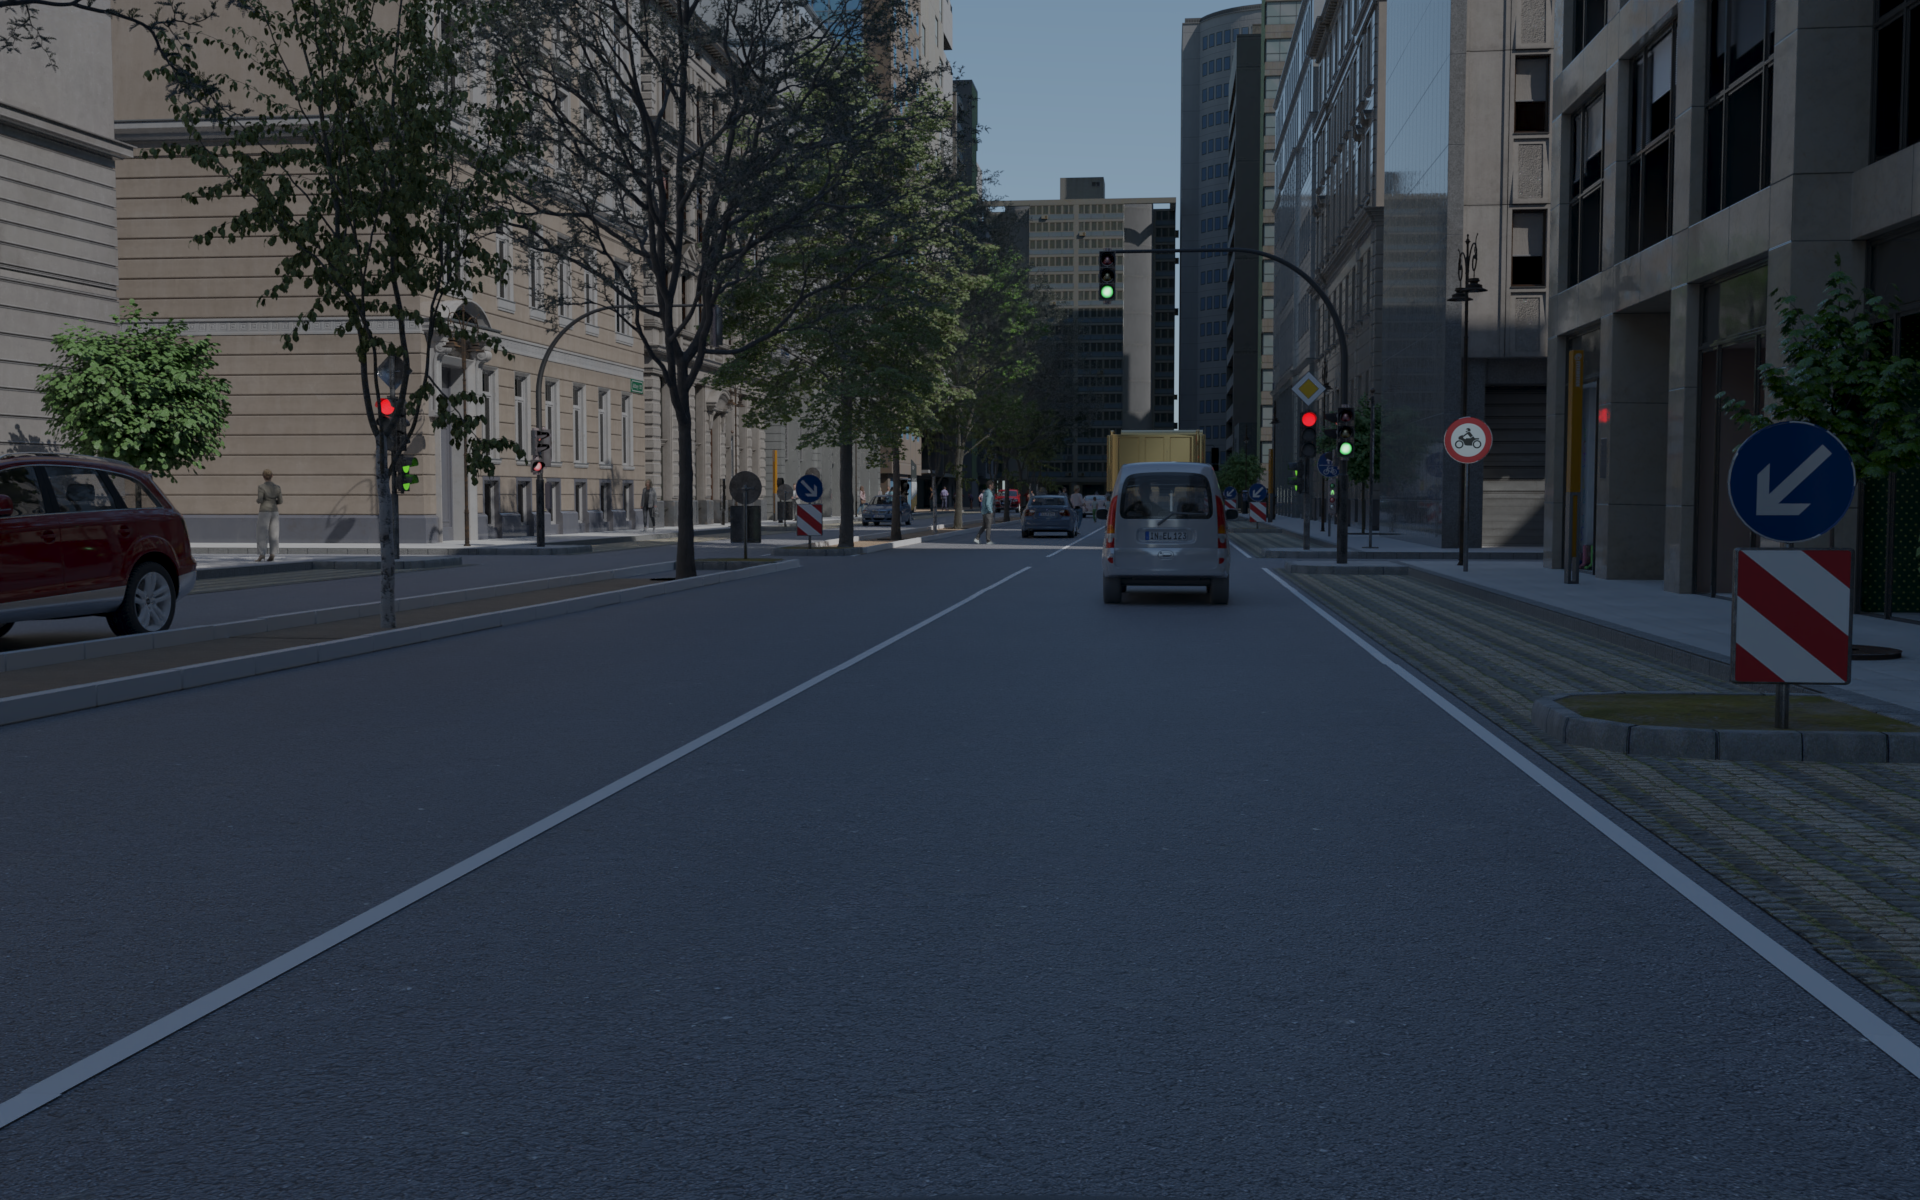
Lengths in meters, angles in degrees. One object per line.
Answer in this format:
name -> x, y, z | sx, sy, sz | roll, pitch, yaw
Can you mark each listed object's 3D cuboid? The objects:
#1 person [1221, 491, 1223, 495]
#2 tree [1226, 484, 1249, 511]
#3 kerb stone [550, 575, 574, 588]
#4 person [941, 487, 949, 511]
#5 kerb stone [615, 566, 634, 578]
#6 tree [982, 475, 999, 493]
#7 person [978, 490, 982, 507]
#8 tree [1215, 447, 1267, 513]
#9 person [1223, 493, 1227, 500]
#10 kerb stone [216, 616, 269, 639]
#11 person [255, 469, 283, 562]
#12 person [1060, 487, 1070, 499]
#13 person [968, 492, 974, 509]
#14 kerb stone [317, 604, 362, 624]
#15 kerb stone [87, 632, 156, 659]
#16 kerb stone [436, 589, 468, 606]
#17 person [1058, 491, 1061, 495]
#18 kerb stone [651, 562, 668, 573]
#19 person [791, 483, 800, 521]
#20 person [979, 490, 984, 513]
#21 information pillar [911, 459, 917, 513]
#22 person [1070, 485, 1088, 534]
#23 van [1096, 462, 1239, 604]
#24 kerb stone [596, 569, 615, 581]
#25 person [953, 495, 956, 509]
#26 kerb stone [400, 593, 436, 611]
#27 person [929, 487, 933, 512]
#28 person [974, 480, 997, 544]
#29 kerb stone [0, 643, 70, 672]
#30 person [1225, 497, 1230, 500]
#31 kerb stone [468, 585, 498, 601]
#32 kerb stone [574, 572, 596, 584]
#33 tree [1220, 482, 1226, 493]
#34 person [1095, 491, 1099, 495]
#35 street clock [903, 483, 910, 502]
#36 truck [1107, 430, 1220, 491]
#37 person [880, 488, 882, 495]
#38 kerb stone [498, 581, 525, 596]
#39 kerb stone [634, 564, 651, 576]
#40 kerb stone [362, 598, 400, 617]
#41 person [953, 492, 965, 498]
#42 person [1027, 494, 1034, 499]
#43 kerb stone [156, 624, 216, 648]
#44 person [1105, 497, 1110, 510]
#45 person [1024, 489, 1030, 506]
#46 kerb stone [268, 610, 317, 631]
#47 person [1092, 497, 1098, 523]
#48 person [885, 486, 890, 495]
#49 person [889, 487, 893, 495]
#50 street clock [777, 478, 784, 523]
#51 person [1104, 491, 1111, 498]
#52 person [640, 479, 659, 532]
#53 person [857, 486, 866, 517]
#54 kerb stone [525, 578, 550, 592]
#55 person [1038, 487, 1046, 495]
person -> 27.527, -10.811, 183.512 | 1.217, 1.735, 0.721 | -3, 5, -43
tree -> 21.494, -8.465, 133.002 | 1.663, 3.219, 1.824 | 0, 3, 0
kerb stone -> -6.201, -0.270, 26.618 | 0.120, 0.150, 1.000 | 0, 4, 7
person -> -1.135, -7.822, 133.800 | 0.709, 1.838, 0.599 | 2, 4, 26
kerb stone -> -5.833, -0.454, 29.677 | 0.120, 0.150, 1.000 | 0, 4, 7
tree -> 3.278, -11.121, 176.425 | 1.663, 3.219, 1.824 | 0, 3, 0
person -> 2.041, -9.710, 165.716 | 0.541, 1.710, 0.530 | 1, 4, 11
tree -> 19.562, -8.329, 119.899 | 4.285, 4.588, 4.351 | 0, 3, 0
person -> 23.079, -8.792, 149.655 | 0.709, 1.838, 0.599 | 1, 4, 18
kerb stone -> -7.300, 0.300, 17.455 | 0.120, 0.150, 1.000 | 0, 4, 7
person -> -13.189, -1.615, 33.000 | 0.362, 1.759, 0.519 | 3, 5, 43
person -> 5.652, -5.138, 92.709 | 0.583, 1.804, 0.606 | 3, 5, 41
person -> 0.924, -8.651, 150.715 | 0.421, 1.427, 0.697 | 2, 4, 32
kerb stone -> -7.049, 0.166, 19.484 | 0.120, 0.150, 1.000 | 0, 4, 7
kerb stone -> -7.534, 0.414, 15.423 | 0.120, 0.150, 1.000 | 0, 4, 7
kerb stone -> -6.690, -0.021, 22.534 | 0.120, 0.150, 1.000 | 0, 4, 7
person -> 9.137, -9.239, 160.293 | 0.721, 1.736, 1.217 | -2, 4, -32
kerb stone -> -5.600, -0.582, 31.718 | 0.120, 0.150, 1.000 | 0, 4, 7
person -> -7.856, -4.659, 82.411 | 0.606, 1.804, 0.583 | 1, 4, 10
person -> 1.800, -7.581, 133.386 | 0.756, 1.711, 0.436 | -1, 4, -16
information pillar -> -3.134, -7.690, 117.084 | 0.183, 3.616, 0.504 | 3, 5, 44
person -> 4.223, -3.212, 61.686 | 0.731, 1.740, 0.598 | 1, 4, 19
van -> 2.857, -1.036, 23.955 | 2.013, 2.044, 4.112 | 0, 4, 7
kerb stone -> -5.965, -0.392, 28.662 | 0.120, 0.150, 1.000 | 0, 4, 7
person -> -0.272, -8.452, 147.424 | 0.628, 1.438, 0.799 | 1, 4, 13
kerb stone -> -6.810, 0.042, 21.513 | 0.120, 0.150, 1.000 | 0, 4, 7
person -> -2.133, -7.418, 127.346 | 0.705, 1.822, 1.348 | 0, 4, -3
person -> 0.718, -2.496, 49.336 | 0.620, 1.820, 0.660 | -1, 4, -18
kerb stone -> -7.655, 0.476, 14.409 | 0.120, 0.150, 1.000 | 0, 4, 7
person -> 22.165, -8.286, 142.310 | 0.721, 1.735, 1.217 | -2, 4, -33
kerb stone -> -6.568, -0.083, 23.550 | 0.120, 0.150, 1.000 | 0, 4, 7
kerb stone -> -6.080, -0.329, 27.642 | 0.120, 0.150, 1.000 | 0, 4, 7
tree -> 22.667, -9.255, 145.921 | 1.663, 3.219, 1.824 | 0, 3, 0
person -> 14.507, -10.698, 184.073 | 0.551, 1.740, 0.621 | -3, 5, -40
street clock -> -3.460, -6.579, 112.130 | 0.358, 2.002, 0.471 | 1, 4, 22
truck -> 5.918, -3.381, 51.207 | 3.469, 3.379, 9.791 | 1, 4, 8
person -> -5.485, -6.783, 117.130 | 0.728, 1.800, 0.709 | 2, 4, 32
kerb stone -> -6.450, -0.145, 24.574 | 0.120, 0.150, 1.000 | 0, 4, 7
kerb stone -> -5.723, -0.520, 30.703 | 0.120, 0.150, 1.000 | 0, 4, 7
kerb stone -> -6.932, 0.108, 20.499 | 0.120, 0.150, 1.000 | 0, 4, 7
person -> -0.116, -8.558, 145.910 | 1.348, 1.831, 0.705 | -3, 5, -40
person -> 5.473, -7.594, 133.193 | 0.617, 1.759, 0.750 | 0, 4, 2
kerb stone -> -7.413, 0.353, 16.438 | 0.120, 0.150, 1.000 | 0, 4, 7
person -> 7.445, -4.534, 86.872 | 0.306, 1.304, 0.590 | -1, 4, -11
person -> 5.564, -8.155, 141.767 | 1.348, 1.831, 0.705 | 1, 4, 12
kerb stone -> -7.182, 0.228, 18.469 | 0.120, 0.150, 1.000 | 0, 4, 7
person -> 6.777, -4.541, 86.987 | 0.306, 1.304, 0.590 | 0, 4, 4
person -> -4.450, -6.216, 107.777 | 0.616, 1.811, 0.778 | 2, 4, 30
person -> -3.637, -4.990, 90.099 | 0.620, 1.820, 0.660 | -1, 4, -22
street clock -> -7.938, -4.406, 76.616 | 0.358, 2.002, 0.471 | 0, 4, 8
person -> 13.393, -9.062, 157.393 | 1.217, 1.736, 0.721 | 1, 4, 22
person -> -10.421, -3.193, 58.436 | 0.709, 1.800, 0.728 | 1, 4, 16
person -> -5.626, -5.600, 98.187 | 0.643, 1.750, 0.593 | 0, 4, -6
kerb stone -> -6.329, -0.208, 25.589 | 0.120, 0.150, 1.000 | 0, 4, 7
person -> 4.235, -5.033, 90.969 | 0.709, 1.800, 0.728 | 0, 4, 3
